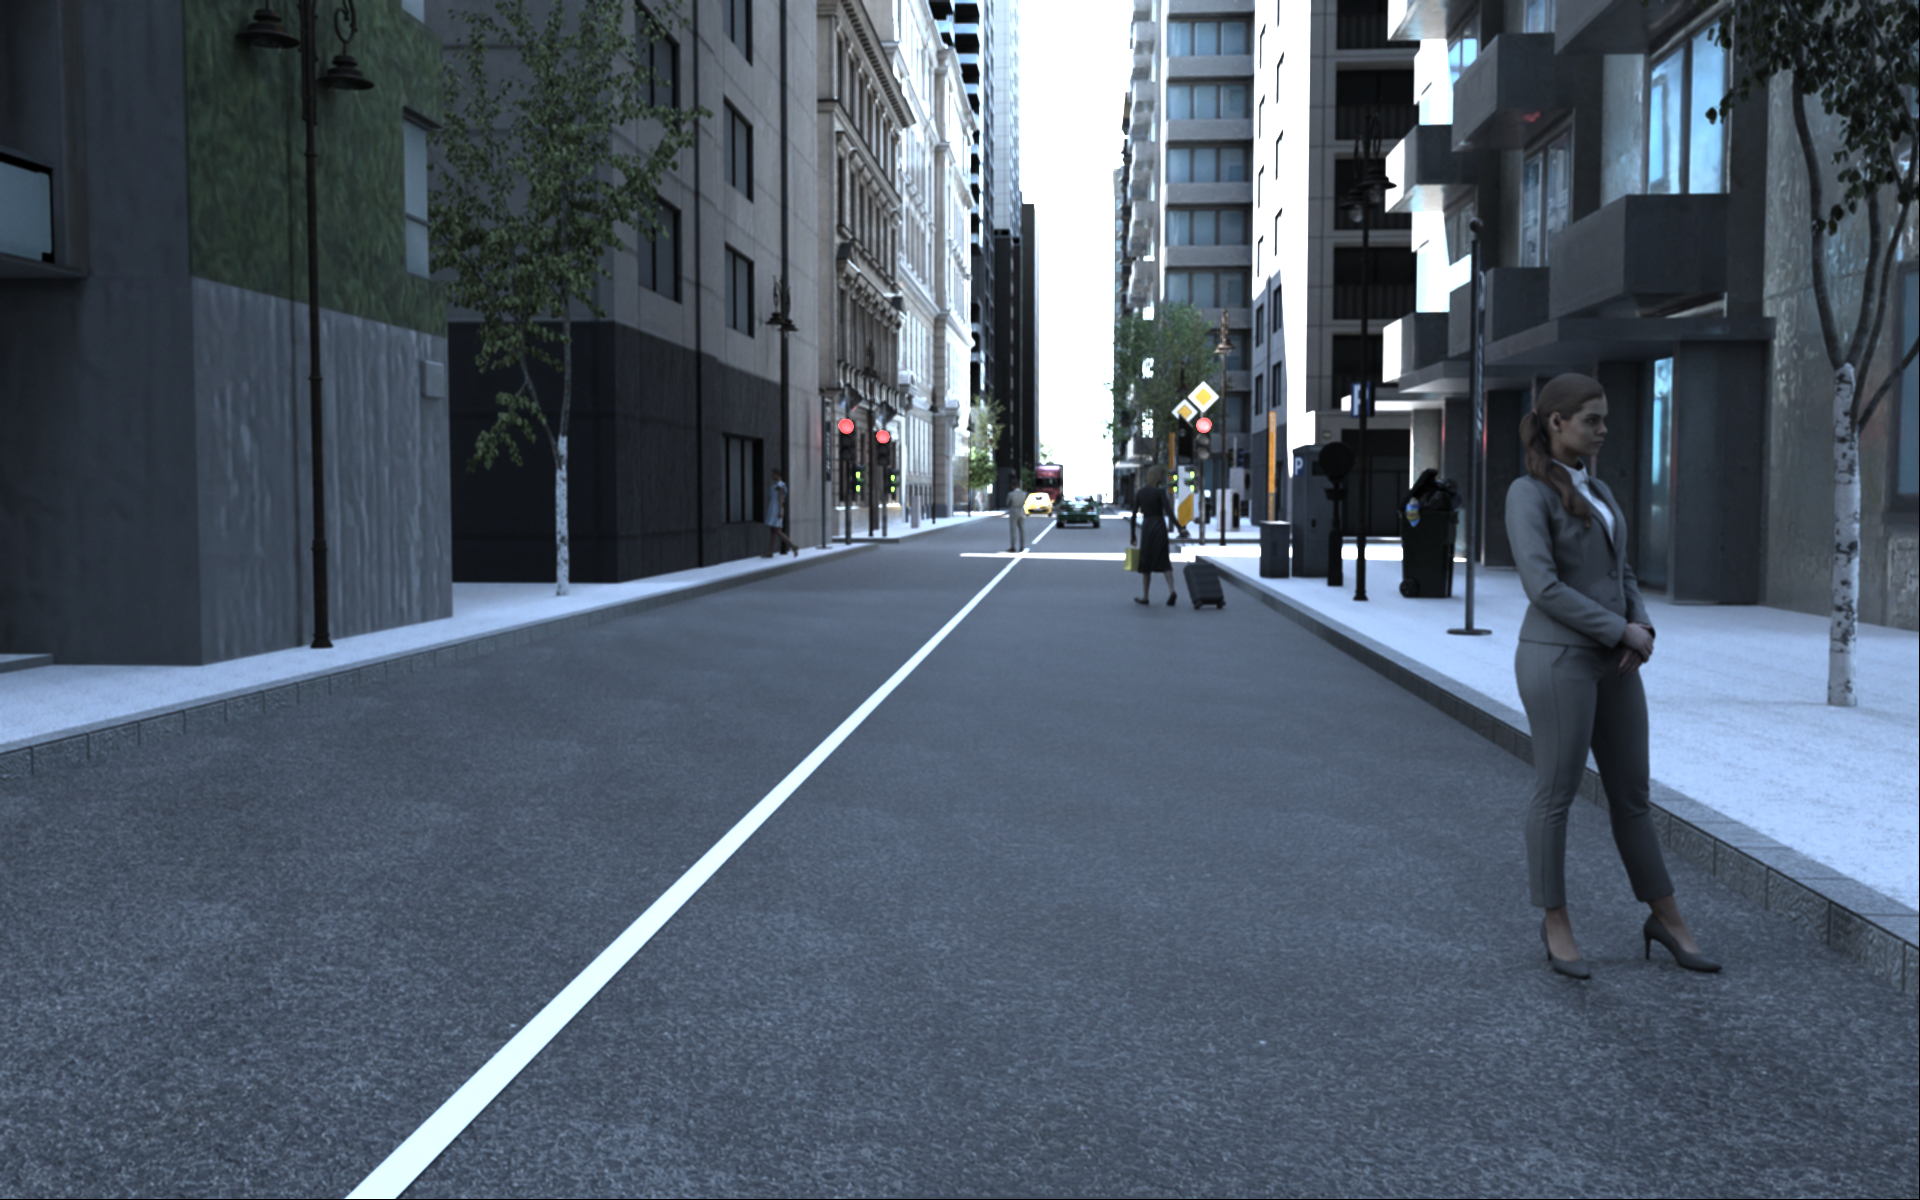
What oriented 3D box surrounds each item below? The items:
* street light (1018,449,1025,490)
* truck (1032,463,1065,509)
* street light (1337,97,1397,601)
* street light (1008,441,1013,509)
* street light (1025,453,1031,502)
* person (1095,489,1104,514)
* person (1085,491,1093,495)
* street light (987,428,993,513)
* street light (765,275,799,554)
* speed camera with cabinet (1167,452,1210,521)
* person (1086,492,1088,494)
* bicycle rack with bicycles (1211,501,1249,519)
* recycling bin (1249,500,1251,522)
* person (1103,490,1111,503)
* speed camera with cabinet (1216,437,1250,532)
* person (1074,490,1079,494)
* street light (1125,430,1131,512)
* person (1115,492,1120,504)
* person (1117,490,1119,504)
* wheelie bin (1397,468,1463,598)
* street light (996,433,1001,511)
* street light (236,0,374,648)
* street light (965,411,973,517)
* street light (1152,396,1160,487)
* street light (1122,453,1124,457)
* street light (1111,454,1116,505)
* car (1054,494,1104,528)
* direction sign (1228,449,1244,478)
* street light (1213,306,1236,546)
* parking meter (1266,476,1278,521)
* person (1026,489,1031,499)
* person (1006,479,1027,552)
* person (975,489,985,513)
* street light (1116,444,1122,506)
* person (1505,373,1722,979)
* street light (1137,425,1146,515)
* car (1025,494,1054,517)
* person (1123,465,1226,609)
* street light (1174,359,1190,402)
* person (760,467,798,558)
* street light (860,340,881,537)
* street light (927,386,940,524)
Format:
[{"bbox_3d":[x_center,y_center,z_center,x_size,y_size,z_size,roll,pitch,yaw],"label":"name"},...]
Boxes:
[{"bbox_3d":[6.001,-12.237,172.862,0.468,5.910,1.993,0,4,4],"label":"street light"},{"bbox_3d":[8.274,-10.432,159.468,2.839,4.237,11.283,0,4,5],"label":"truck"},{"bbox_3d":[4.837,-2.932,20.733,0.468,5.910,1.993,0,4,4],"label":"street light"},{"bbox_3d":[4.392,-10.890,150.834,0.468,5.910,1.993,0,4,4],"label":"street light"},{"bbox_3d":[7.471,-13.585,194.899,0.468,5.910,1.993,0,4,4],"label":"street light"},{"bbox_3d":[10.099,-7.131,125.198,0.635,1.810,0.391,1,4,14],"label":"person"},{"bbox_3d":[10.874,-8.326,145.426,0.742,1.727,0.445,-2,4,-28],"label":"person"},{"bbox_3d":[2.044,-8.935,118.879,0.468,5.910,1.993,0,4,4],"label":"street light"},{"bbox_3d":[-3.752,-3.908,36.684,0.468,5.910,1.993,0,4,4],"label":"street light"},{"bbox_3d":[10.757,-5.333,81.538,2.038,3.252,0.660,3,4,38],"label":"speed camera with cabinet"},{"bbox_3d":[14.117,-11.201,192.573,0.436,1.711,0.756,-2,4,-32],"label":"person"},{"bbox_3d":[14.425,-4.670,89.729,2.925,0.926,2.852,0,4,3],"label":"bicycle rack with bicycles"},{"bbox_3d":[13.725,-4.093,79.470,0.722,1.027,0.722,-1,4,-12],"label":"recycling bin"},{"bbox_3d":[21.662,-15.313,256.044,1.348,1.869,0.705,1,4,15],"label":"person"},{"bbox_3d":[9.438,-4.000,59.741,0.660,3.252,2.038,2,4,28],"label":"speed camera with cabinet"},{"bbox_3d":[10.714,-9.180,158.458,0.709,1.838,0.599,1,4,19],"label":"person"},{"bbox_3d":[12.362,-9.350,125.668,0.468,5.910,1.993,0,4,4],"label":"street light"},{"bbox_3d":[19.458,-12.745,214.554,1.348,1.807,0.705,-2,4,-24],"label":"person"},{"bbox_3d":[19.270,-12.589,211.892,0.705,1.822,1.348,1,4,17],"label":"person"},{"bbox_3d":[5.858,-0.836,21.574,0.693,1.594,0.980,2,4,26],"label":"wheelie bin"},{"bbox_3d":[2.826,-9.542,128.804,0.468,5.910,1.993,0,4,4],"label":"street light"},{"bbox_3d":[-5.339,-2.539,14.308,0.468,5.910,1.993,0,4,4],"label":"street light"},{"bbox_3d":[0.525,-7.588,96.846,0.468,5.910,1.993,0,4,4],"label":"street light"},{"bbox_3d":[9.280,-6.655,81.604,0.468,5.910,1.993,0,4,4],"label":"street light"},{"bbox_3d":[13.050,-9.905,134.739,0.468,5.910,1.993,0,4,4],"label":"street light"},{"bbox_3d":[16.225,-12.646,179.545,0.468,5.910,1.993,0,4,4],"label":"street light"},{"bbox_3d":[5.085,-3.822,74.295,2.131,1.459,4.920,0,4,5],"label":"car"},{"bbox_3d":[13.775,-5.778,86.465,0.876,3.537,0.379,3,4,39],"label":"direction sign"},{"bbox_3d":[6.514,-4.279,42.756,0.468,5.910,1.993,0,4,4],"label":"street light"},{"bbox_3d":[10.075,-3.068,55.876,0.255,1.863,0.399,3,4,36],"label":"parking meter"},{"bbox_3d":[5.896,-8.469,146.959,1.348,1.826,0.705,2,4,33],"label":"person"},{"bbox_3d":[1.385,-2.110,43.178,0.511,1.800,0.466,-2,4,-35],"label":"person"},{"bbox_3d":[1.449,-6.995,120.677,0.850,1.792,0.678,3,5,39],"label":"person"},{"bbox_3d":[14.685,-11.293,157.423,0.468,5.910,1.993,0,4,4],"label":"street light"},{"bbox_3d":[1.943,0.222,5.148,0.573,1.790,0.520,3,4,36],"label":"person"},{"bbox_3d":[10.828,-8.003,103.635,0.468,5.910,1.993,0,4,4],"label":"street light"},{"bbox_3d":[5.022,-6.134,110.519,2.015,1.641,3.980,0,4,4],"label":"car"},{"bbox_3d":[2.693,-0.819,22.114,0.699,1.804,1.509,-2,4,-25],"label":"person"},{"bbox_3d":[7.630,-5.308,59.579,0.468,5.910,1.993,0,4,4],"label":"street light"},{"bbox_3d":[-3.621,-1.747,34.704,0.778,1.811,0.616,0,4,2],"label":"person"},{"bbox_3d":[-2.682,-4.845,52.007,0.468,5.910,1.993,0,4,4],"label":"street light"},{"bbox_3d":[-1.121,-6.205,74.239,0.468,5.910,1.993,0,4,4],"label":"street light"}]
